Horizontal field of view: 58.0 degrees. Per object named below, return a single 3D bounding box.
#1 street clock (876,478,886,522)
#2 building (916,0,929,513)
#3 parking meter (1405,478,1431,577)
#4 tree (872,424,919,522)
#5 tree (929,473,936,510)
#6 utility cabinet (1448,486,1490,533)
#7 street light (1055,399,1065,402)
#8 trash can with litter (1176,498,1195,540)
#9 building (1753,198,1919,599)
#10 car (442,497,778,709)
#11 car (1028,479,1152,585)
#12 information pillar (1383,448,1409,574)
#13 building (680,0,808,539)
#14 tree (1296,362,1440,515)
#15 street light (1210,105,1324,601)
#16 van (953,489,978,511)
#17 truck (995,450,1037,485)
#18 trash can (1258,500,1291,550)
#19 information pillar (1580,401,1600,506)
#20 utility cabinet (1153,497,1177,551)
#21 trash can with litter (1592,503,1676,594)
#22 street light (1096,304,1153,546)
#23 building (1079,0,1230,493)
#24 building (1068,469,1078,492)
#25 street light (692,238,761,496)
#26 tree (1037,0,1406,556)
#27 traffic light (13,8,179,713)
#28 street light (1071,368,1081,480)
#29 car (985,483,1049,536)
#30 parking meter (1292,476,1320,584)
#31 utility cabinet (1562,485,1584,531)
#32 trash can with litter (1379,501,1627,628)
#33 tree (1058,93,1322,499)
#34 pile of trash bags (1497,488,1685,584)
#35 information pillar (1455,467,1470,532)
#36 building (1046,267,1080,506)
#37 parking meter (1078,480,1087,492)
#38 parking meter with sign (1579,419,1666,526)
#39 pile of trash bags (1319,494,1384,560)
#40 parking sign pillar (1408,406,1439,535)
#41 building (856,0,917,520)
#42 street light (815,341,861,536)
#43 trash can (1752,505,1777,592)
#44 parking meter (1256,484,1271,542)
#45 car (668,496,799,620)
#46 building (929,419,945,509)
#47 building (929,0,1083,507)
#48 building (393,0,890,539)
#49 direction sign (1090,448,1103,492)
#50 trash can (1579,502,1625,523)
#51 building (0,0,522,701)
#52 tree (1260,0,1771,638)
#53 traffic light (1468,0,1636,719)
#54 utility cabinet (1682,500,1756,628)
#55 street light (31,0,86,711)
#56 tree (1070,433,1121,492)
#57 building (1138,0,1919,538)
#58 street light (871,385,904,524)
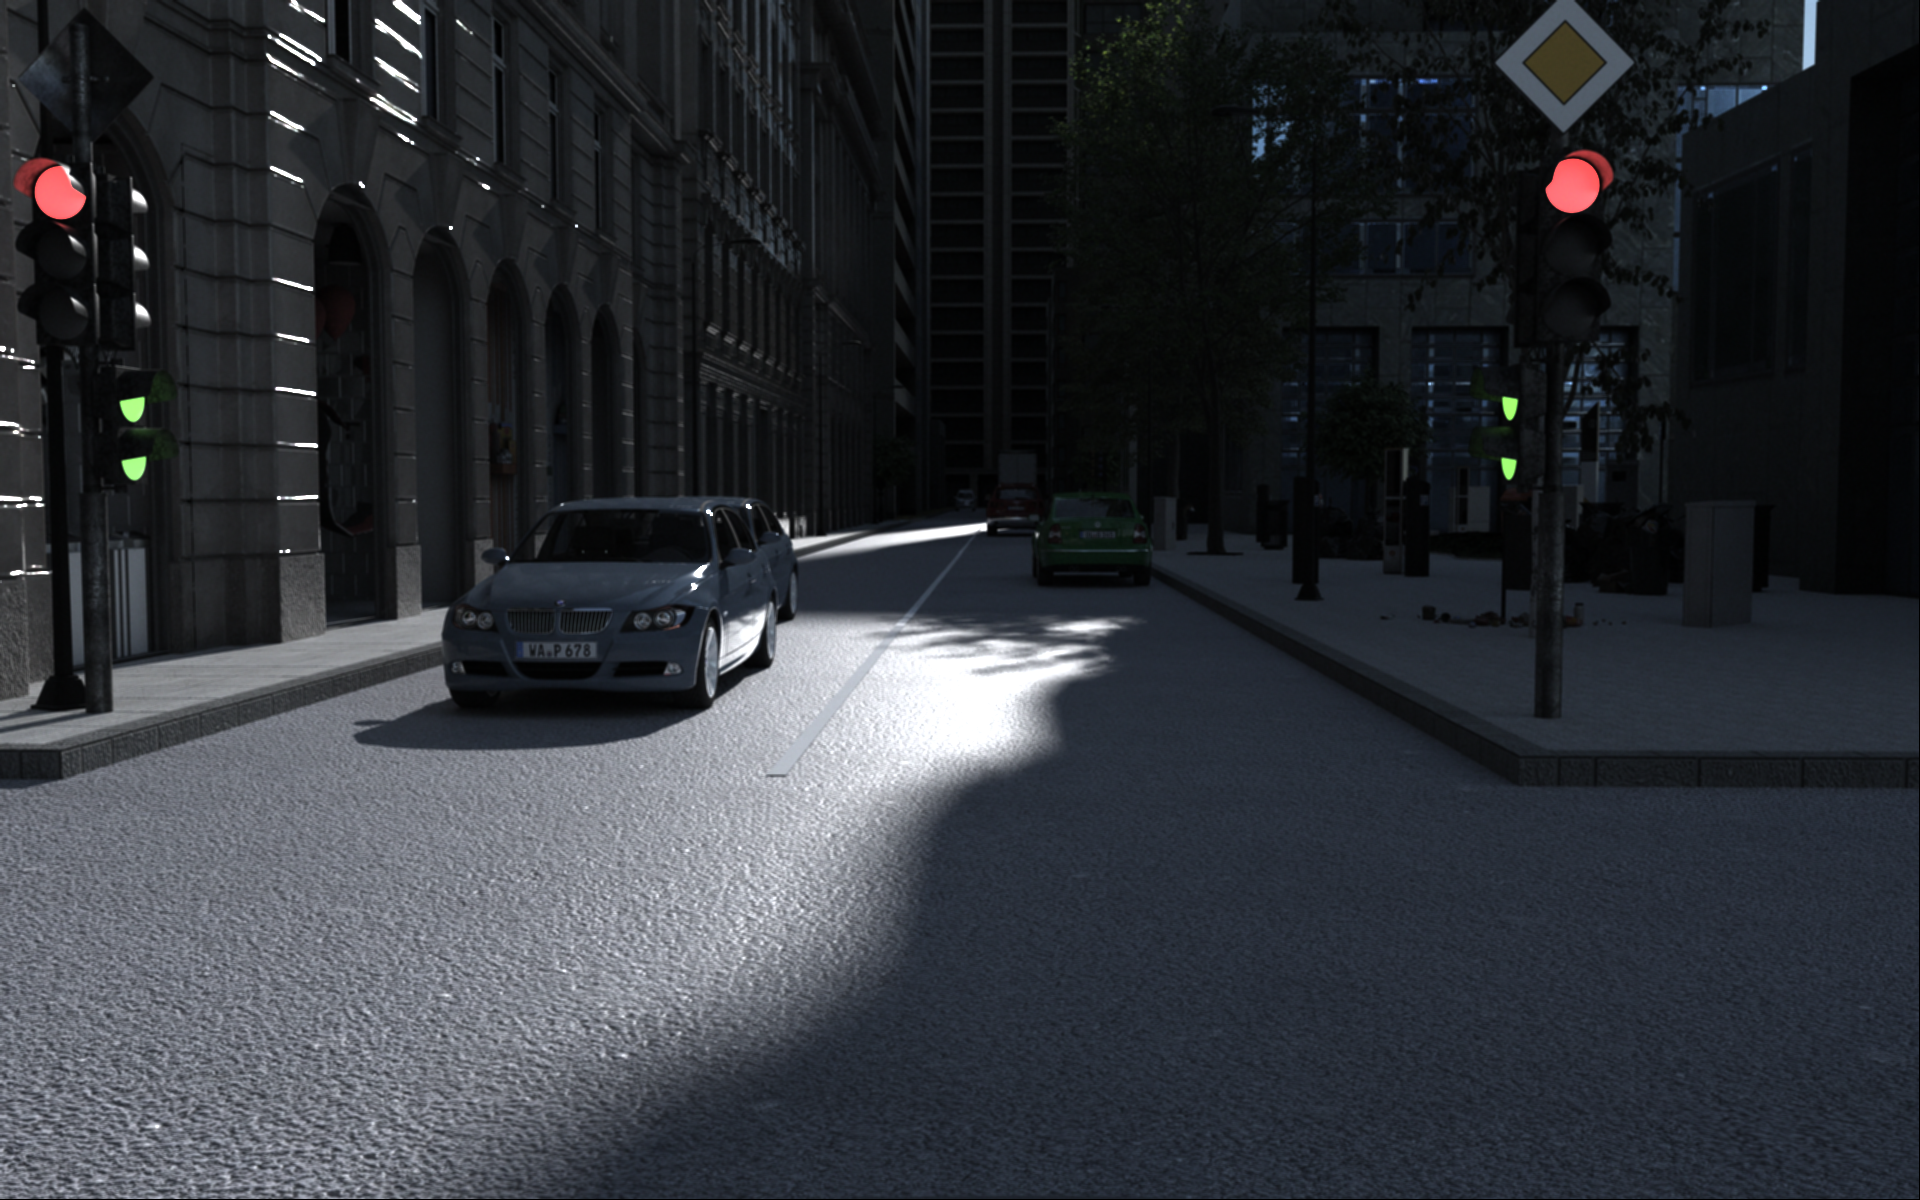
[{"bbox_3d":[-3.576,-4.505,78.228,0.471,2.002,0.358,1,4,12],"label":"street clock"},{"bbox_3d":[-13.272,-35.376,120.389,21.231,58.520,28.212,0,4,2],"label":"building"},{"bbox_3d":[7.132,-1.137,26.995,0.372,1.533,0.369,0,3,0],"label":"parking meter"},{"bbox_3d":[-3.585,-5.979,81.470,4.285,4.588,4.351,0,3,0],"label":"tree"},{"bbox_3d":[-2.638,-8.781,138.178,1.663,3.219,1.824,0,3,0],"label":"tree"},{"bbox_3d":[14.882,-2.567,50.656,1.173,1.500,0.318,-1,4,-15],"label":"utility cabinet"},{"bbox_3d":[5.353,-6.876,84.971,1.470,5.913,1.316,0,4,2],"label":"street light"},{"bbox_3d":[6.009,-2.239,47.996,0.624,1.170,1.055,2,4,34],"label":"trash can with litter"},{"bbox_3d":[26.640,-43.152,18.200,31.000,86.520,22.319,0,4,2],"label":"building"},{"bbox_3d":[-2.465,-0.068,13.114,2.014,1.417,4.499,0,4,2],"label":"car"},{"bbox_3d":[2.111,-1.207,28.526,1.959,1.807,4.718,0,4,0],"label":"car"},{"bbox_3d":[6.984,-1.422,27.749,0.304,2.012,0.304,2,4,33],"label":"information pillar"},{"bbox_3d":[-9.594,-11.871,43.241,9.793,20.994,18.267,0,4,2],"label":"building"},{"bbox_3d":[10.155,-3.620,42.903,4.285,4.588,4.351,0,3,0],"label":"tree"},{"bbox_3d":[3.693,-2.954,20.844,1.470,5.913,1.316,0,4,2],"label":"street light"},{"bbox_3d":[0.476,-8.434,144.902,2.013,2.044,4.112,0,4,1],"label":"van"},{"bbox_3d":[3.762,-7.761,115.804,2.839,4.237,11.283,0,4,1],"label":"truck"},{"bbox_3d":[7.267,-1.737,40.051,0.748,1.137,0.748,0,3,0],"label":"trash can"},{"bbox_3d":[16.015,-3.221,44.023,0.183,3.616,0.504,-2,4,-33],"label":"information pillar"},{"bbox_3d":[4.715,-1.750,39.777,0.306,1.237,1.020,1,4,21],"label":"utility cabinet"},{"bbox_3d":[8.629,-0.665,22.258,0.624,1.170,1.055,-2,4,-32],"label":"trash can with litter"},{"bbox_3d":[4.116,-4.279,42.509,1.470,5.913,1.316,0,4,2],"label":"street light"},{"bbox_3d":[13.912,-20.129,100.811,14.160,30.474,14.107,0,4,2],"label":"building"},{"bbox_3d":[23.794,-26.139,119.258,32.217,40.220,23.993,0,4,2],"label":"building"},{"bbox_3d":[-4.299,-3.611,31.574,1.470,5.913,1.316,0,4,2],"label":"street light"},{"bbox_3d":[5.236,-6.760,36.277,9.928,11.665,9.643,0,3,0],"label":"tree"},{"bbox_3d":[-5.046,-1.294,10.070,0.839,4.253,0.868,0,4,2],"label":"traffic light"},{"bbox_3d":[4.786,-5.578,63.738,1.470,5.913,1.316,0,4,2],"label":"street light"},{"bbox_3d":[1.983,-3.168,60.473,2.281,1.827,5.304,0,4,2],"label":"car"},{"bbox_3d":[4.965,-1.006,24.854,0.372,1.533,0.369,0,3,0],"label":"parking meter"},{"bbox_3d":[14.150,-1.976,40.984,0.318,1.500,1.173,-3,4,-36],"label":"utility cabinet"},{"bbox_3d":[5.333,-0.380,17.270,2.233,1.210,1.678,3,5,39],"label":"trash can with litter"},{"bbox_3d":[6.570,-8.048,49.712,7.486,12.596,7.792,0,3,0],"label":"tree"},{"bbox_3d":[8.985,-0.928,24.918,3.447,1.369,1.912,-2,4,-34],"label":"pile of trash bags"},{"bbox_3d":[13.630,-2.601,47.024,0.304,2.012,0.304,0,4,5],"label":"information pillar"},{"bbox_3d":[21.417,-18.426,146.310,27.650,21.520,28.899,0,4,2],"label":"building"},{"bbox_3d":[5.235,-4.162,73.758,0.255,1.863,0.399,-2,4,-26],"label":"parking meter"},{"bbox_3d":[14.709,-2.585,38.534,1.738,3.016,0.543,1,4,17],"label":"parking meter with sign"},{"bbox_3d":[7.902,-1.558,35.219,1.912,1.369,3.447,-2,4,-24],"label":"pile of trash bags"},{"bbox_3d":[13.810,-3.915,52.486,1.447,3.967,1.447,1,4,22],"label":"parking sign pillar"},{"bbox_3d":[-13.624,-28.877,95.834,21.300,48.544,21.600,0,4,2],"label":"building"},{"bbox_3d":[-3.706,-4.909,52.805,1.470,5.913,1.316,0,4,2],"label":"street light"},{"bbox_3d":[10.347,-0.685,22.855,0.748,1.137,0.748,0,3,0],"label":"trash can"},{"bbox_3d":[8.065,-2.300,46.013,0.372,1.533,0.369,0,3,0],"label":"parking meter"},{"bbox_3d":[-2.829,-0.400,18.550,2.014,1.417,4.499,0,4,3],"label":"car"},{"bbox_3d":[-17.195,-51.144,148.873,31.000,86.520,22.319,0,4,2],"label":"building"},{"bbox_3d":[6.812,-45.236,177.862,20.611,71.187,20.563,0,4,2],"label":"building"},{"bbox_3d":[-10.035,-13.612,64.356,13.314,21.916,24.055,0,4,2],"label":"building"},{"bbox_3d":[6.626,-5.640,84.214,0.379,3.537,0.876,-3,5,-41],"label":"direction sign"},{"bbox_3d":[10.886,-1.087,29.419,0.748,1.137,0.748,0,3,0],"label":"trash can"},{"bbox_3d":[-11.489,-10.986,21.421,13.314,21.916,24.055,0,4,2],"label":"building"},{"bbox_3d":[4.985,-3.956,15.044,4.360,8.622,3.978,0,3,0],"label":"tree"},{"bbox_3d":[3.363,-1.280,9.850,0.839,4.253,0.868,0,4,2],"label":"traffic light"},{"bbox_3d":[7.456,-0.359,17.029,1.020,1.237,0.306,-3,5,-45],"label":"utility cabinet"},{"bbox_3d":[-4.837,-2.303,10.201,1.470,5.913,1.316,0,4,2],"label":"street light"},{"bbox_3d":[7.389,-6.652,92.476,4.285,4.588,4.351,0,3,0],"label":"tree"},{"bbox_3d":[18.662,-46.138,67.024,22.319,86.520,31.000,0,4,2],"label":"building"},{"bbox_3d":[-3.097,-6.211,74.093,1.470,5.913,1.316,0,4,2],"label":"street light"}]
